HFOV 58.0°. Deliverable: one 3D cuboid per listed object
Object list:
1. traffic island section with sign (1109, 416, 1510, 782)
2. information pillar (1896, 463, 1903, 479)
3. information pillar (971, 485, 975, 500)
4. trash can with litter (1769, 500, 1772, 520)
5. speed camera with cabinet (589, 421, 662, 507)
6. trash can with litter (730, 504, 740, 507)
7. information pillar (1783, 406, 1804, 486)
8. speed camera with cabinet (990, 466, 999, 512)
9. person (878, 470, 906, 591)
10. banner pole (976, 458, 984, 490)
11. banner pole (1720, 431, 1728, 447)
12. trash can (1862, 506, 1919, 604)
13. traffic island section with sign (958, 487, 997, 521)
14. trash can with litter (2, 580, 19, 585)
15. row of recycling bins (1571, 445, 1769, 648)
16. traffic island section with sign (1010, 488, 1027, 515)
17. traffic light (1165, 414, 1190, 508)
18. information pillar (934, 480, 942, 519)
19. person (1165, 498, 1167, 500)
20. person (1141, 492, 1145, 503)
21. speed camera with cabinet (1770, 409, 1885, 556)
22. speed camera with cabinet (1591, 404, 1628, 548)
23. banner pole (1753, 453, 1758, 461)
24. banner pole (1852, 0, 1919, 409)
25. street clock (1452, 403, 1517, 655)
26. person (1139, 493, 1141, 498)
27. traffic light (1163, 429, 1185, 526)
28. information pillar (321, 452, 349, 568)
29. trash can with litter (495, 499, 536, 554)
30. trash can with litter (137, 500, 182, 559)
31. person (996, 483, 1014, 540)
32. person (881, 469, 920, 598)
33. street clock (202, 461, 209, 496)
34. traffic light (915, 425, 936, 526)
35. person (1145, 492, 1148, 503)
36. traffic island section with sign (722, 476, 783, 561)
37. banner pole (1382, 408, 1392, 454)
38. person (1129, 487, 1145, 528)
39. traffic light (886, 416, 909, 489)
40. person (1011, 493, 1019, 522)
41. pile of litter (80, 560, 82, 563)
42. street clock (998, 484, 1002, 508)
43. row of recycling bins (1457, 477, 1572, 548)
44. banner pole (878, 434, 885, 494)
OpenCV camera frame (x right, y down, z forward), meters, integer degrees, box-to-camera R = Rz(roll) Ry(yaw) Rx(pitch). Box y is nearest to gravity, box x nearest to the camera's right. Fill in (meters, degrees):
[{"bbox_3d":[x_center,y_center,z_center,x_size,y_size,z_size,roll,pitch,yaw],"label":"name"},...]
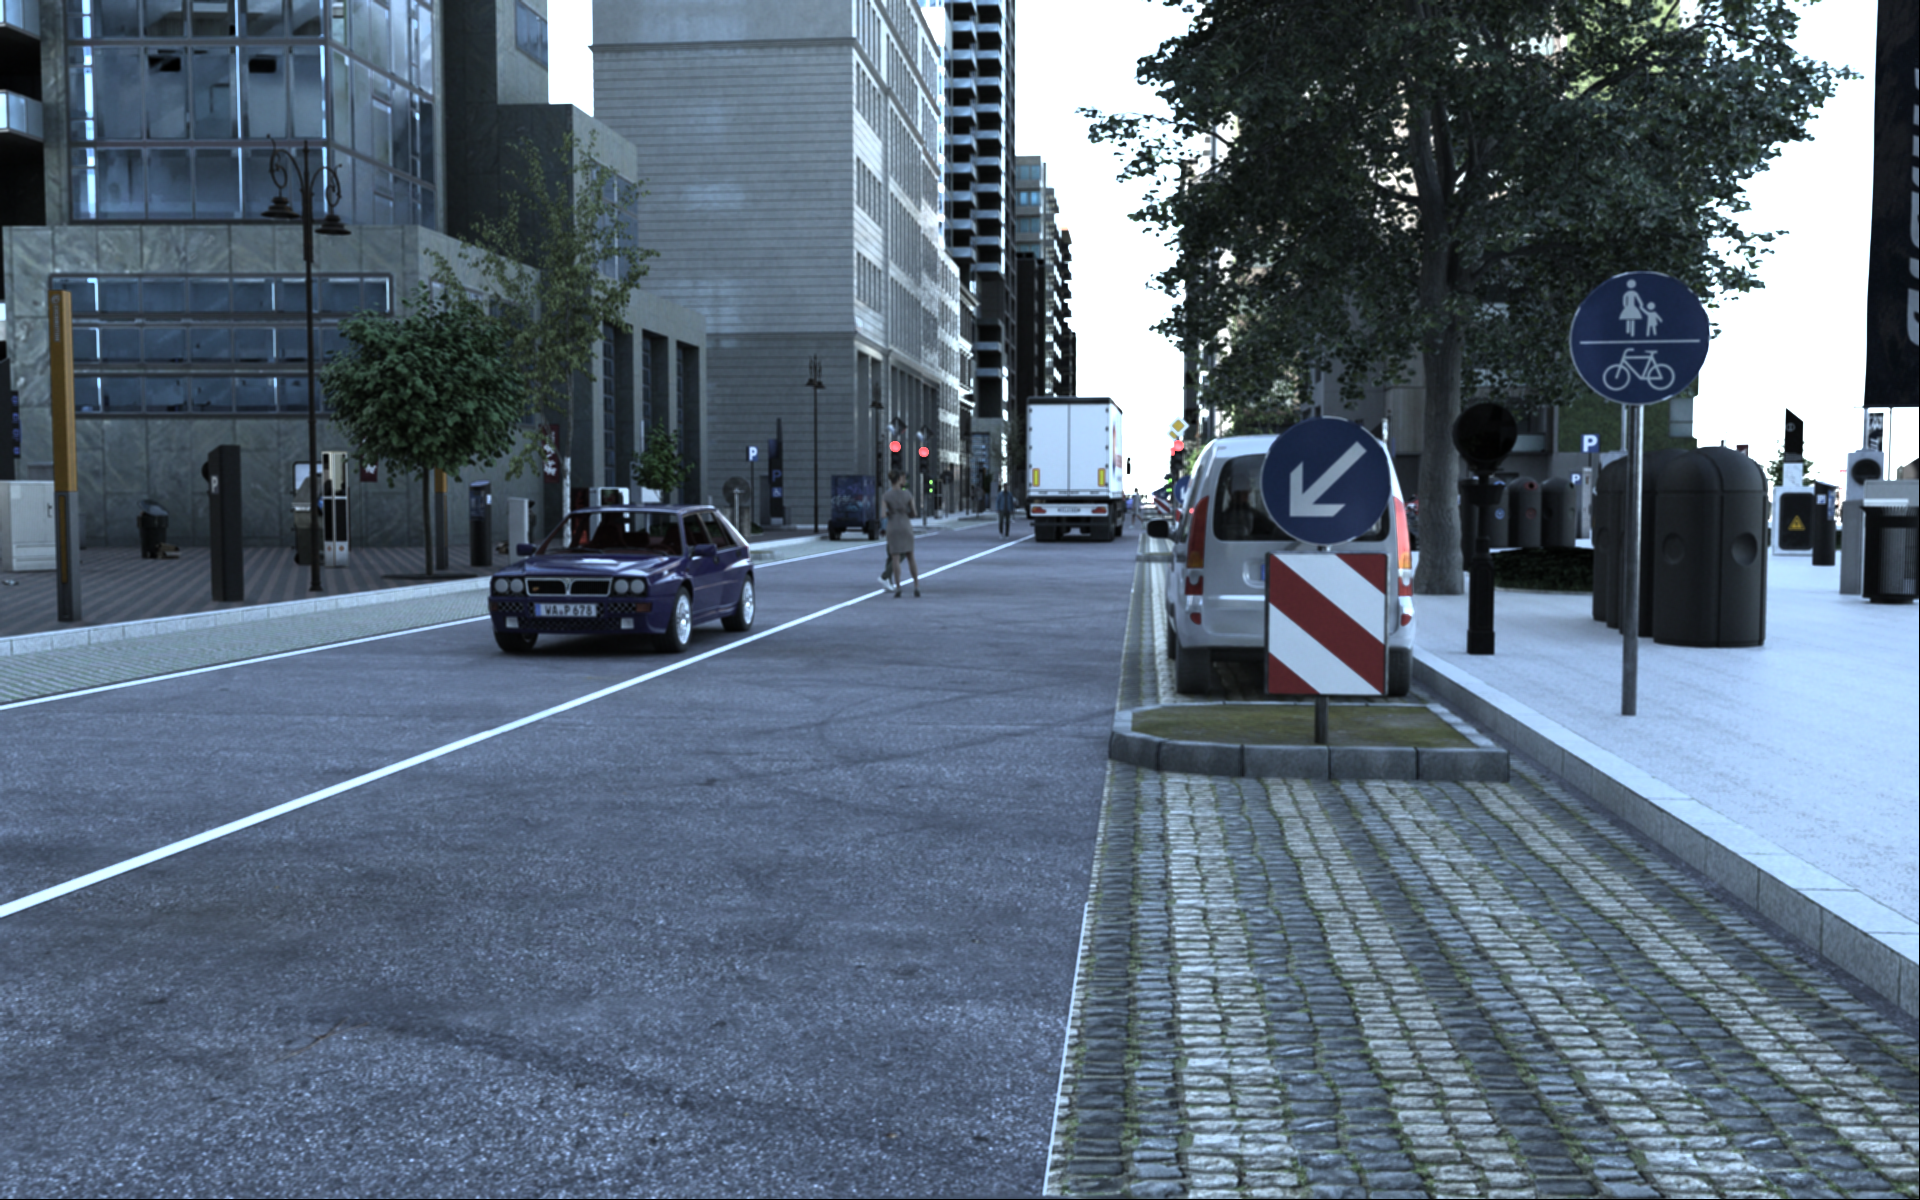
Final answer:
[{"bbox_3d":[1.836,-0.059,9.598,1.989,1.847,2.006,0,4,6],"label":"traffic island section with sign"},{"bbox_3d":[70.988,-8.537,130.931,0.504,3.616,0.183,0,4,-2],"label":"information pillar"},{"bbox_3d":[1.051,-8.540,144.126,0.304,2.012,0.304,0,4,-3],"label":"information pillar"},{"bbox_3d":[39.938,-4.518,85.249,1.055,1.170,0.624,2,4,25],"label":"trash can with litter"},{"bbox_3d":[-8.940,-3.172,46.193,2.038,3.252,0.660,-3,5,-45],"label":"speed camera with cabinet"},{"bbox_3d":[-7.850,-2.878,58.115,1.678,1.210,2.233,2,4,27],"label":"trash can with litter"},{"bbox_3d":[22.182,-3.352,46.161,0.504,3.616,0.183,1,4,18],"label":"information pillar"},{"bbox_3d":[2.445,-7.922,123.867,0.660,3.252,2.038,0,4,2],"label":"speed camera with cabinet"},{"bbox_3d":[-1.002,-1.014,25.416,0.444,1.785,0.601,-1,4,-10],"label":"person"},{"bbox_3d":[1.309,-7.896,119.119,0.863,3.779,0.401,3,5,40],"label":"banner pole"},{"bbox_3d":[30.498,-4.844,69.218,0.401,3.779,0.863,0,4,3],"label":"banner pole"},{"bbox_3d":[10.959,-0.531,20.341,0.748,1.137,0.748,0,3,0],"label":"trash can"},{"bbox_3d":[0.980,-5.158,92.962,1.989,1.847,2.006,0,4,6],"label":"traffic island section with sign"},{"bbox_3d":[-13.776,-0.776,23.748,1.678,1.210,2.233,1,4,19],"label":"trash can with litter"},{"bbox_3d":[6.588,-0.550,16.104,1.069,1.692,3.534,1,4,10],"label":"row of recycling bins"},{"bbox_3d":[3.891,-6.810,119.974,1.989,1.847,2.006,0,4,6],"label":"traffic island section with sign"},{"bbox_3d":[7.690,-4.425,61.269,0.839,4.253,0.868,0,4,6],"label":"traffic light"},{"bbox_3d":[-1.125,-5.193,89.392,0.304,2.012,0.304,-3,5,-41],"label":"information pillar"},{"bbox_3d":[14.726,-7.057,124.158,0.850,1.792,0.678,0,4,2],"label":"person"},{"bbox_3d":[28.921,-16.158,273.210,0.750,1.759,0.617,-3,5,-44],"label":"person"},{"bbox_3d":[17.908,-2.533,35.755,2.038,3.252,0.660,1,4,22],"label":"speed camera with cabinet"},{"bbox_3d":[14.202,-2.660,37.819,0.660,3.252,2.038,1,4,16],"label":"speed camera with cabinet"},{"bbox_3d":[48.694,-7.116,106.366,0.863,3.779,0.401,-1,4,-13],"label":"banner pole"},{"bbox_3d":[3.613,-0.983,6.092,0.863,3.779,0.401,1,4,11],"label":"banner pole"},{"bbox_3d":[4.183,-0.568,13.857,0.471,2.002,0.358,0,4,8],"label":"street clock"},{"bbox_3d":[28.766,-16.539,278.935,0.705,1.821,1.348,3,5,39],"label":"person"},{"bbox_3d":[8.545,-4.911,69.208,0.839,4.253,0.868,0,4,6],"label":"traffic light"},{"bbox_3d":[-10.870,-1.569,30.147,0.304,2.012,0.304,2,4,34],"label":"information pillar"},{"bbox_3d":[-9.547,-1.568,37.024,1.055,1.170,0.624,3,4,38],"label":"trash can with litter"},{"bbox_3d":[-15.917,-1.416,34.543,1.055,1.170,0.624,2,4,34],"label":"trash can with litter"},{"bbox_3d":[1.409,-2.776,54.235,0.601,1.785,0.444,0,4,-5],"label":"person"},{"bbox_3d":[-0.826,-0.929,24.035,0.599,1.781,0.374,-1,4,-15],"label":"person"},{"bbox_3d":[-15.990,-1.996,37.203,0.471,2.002,0.358,0,4,1],"label":"street clock"},{"bbox_3d":[-1.410,-4.975,70.261,0.839,4.253,0.868,0,4,6],"label":"traffic light"},{"bbox_3d":[28.644,-15.685,265.864,0.541,1.710,0.530,1,4,20],"label":"person"},{"bbox_3d":[-4.951,-1.790,37.902,1.989,1.847,2.006,0,4,6],"label":"traffic island section with sign"},{"bbox_3d":[12.432,-3.700,50.515,0.401,3.779,0.863,2,4,32],"label":"banner pole"},{"bbox_3d":[7.459,-3.903,73.059,0.760,1.731,0.466,-2,4,-35],"label":"person"},{"bbox_3d":[-2.265,-4.489,62.321,0.839,4.253,0.868,0,4,6],"label":"traffic light"},{"bbox_3d":[2.712,-4.732,88.458,0.523,1.515,0.503,-3,5,-43],"label":"person"},{"bbox_3d":[-16.946,-1.113,32.164,1.176,0.858,1.719,-1,4,-21],"label":"pile of litter"},{"bbox_3d":[3.005,-8.316,140.535,0.358,2.002,0.471,-3,4,-36],"label":"street clock"},{"bbox_3d":[13.027,-2.090,41.279,3.534,1.692,1.069,-1,4,-17],"label":"row of recycling bins"},{"bbox_3d":[-3.297,-5.055,72.666,0.401,3.779,0.863,-2,4,-24],"label":"banner pole"}]
